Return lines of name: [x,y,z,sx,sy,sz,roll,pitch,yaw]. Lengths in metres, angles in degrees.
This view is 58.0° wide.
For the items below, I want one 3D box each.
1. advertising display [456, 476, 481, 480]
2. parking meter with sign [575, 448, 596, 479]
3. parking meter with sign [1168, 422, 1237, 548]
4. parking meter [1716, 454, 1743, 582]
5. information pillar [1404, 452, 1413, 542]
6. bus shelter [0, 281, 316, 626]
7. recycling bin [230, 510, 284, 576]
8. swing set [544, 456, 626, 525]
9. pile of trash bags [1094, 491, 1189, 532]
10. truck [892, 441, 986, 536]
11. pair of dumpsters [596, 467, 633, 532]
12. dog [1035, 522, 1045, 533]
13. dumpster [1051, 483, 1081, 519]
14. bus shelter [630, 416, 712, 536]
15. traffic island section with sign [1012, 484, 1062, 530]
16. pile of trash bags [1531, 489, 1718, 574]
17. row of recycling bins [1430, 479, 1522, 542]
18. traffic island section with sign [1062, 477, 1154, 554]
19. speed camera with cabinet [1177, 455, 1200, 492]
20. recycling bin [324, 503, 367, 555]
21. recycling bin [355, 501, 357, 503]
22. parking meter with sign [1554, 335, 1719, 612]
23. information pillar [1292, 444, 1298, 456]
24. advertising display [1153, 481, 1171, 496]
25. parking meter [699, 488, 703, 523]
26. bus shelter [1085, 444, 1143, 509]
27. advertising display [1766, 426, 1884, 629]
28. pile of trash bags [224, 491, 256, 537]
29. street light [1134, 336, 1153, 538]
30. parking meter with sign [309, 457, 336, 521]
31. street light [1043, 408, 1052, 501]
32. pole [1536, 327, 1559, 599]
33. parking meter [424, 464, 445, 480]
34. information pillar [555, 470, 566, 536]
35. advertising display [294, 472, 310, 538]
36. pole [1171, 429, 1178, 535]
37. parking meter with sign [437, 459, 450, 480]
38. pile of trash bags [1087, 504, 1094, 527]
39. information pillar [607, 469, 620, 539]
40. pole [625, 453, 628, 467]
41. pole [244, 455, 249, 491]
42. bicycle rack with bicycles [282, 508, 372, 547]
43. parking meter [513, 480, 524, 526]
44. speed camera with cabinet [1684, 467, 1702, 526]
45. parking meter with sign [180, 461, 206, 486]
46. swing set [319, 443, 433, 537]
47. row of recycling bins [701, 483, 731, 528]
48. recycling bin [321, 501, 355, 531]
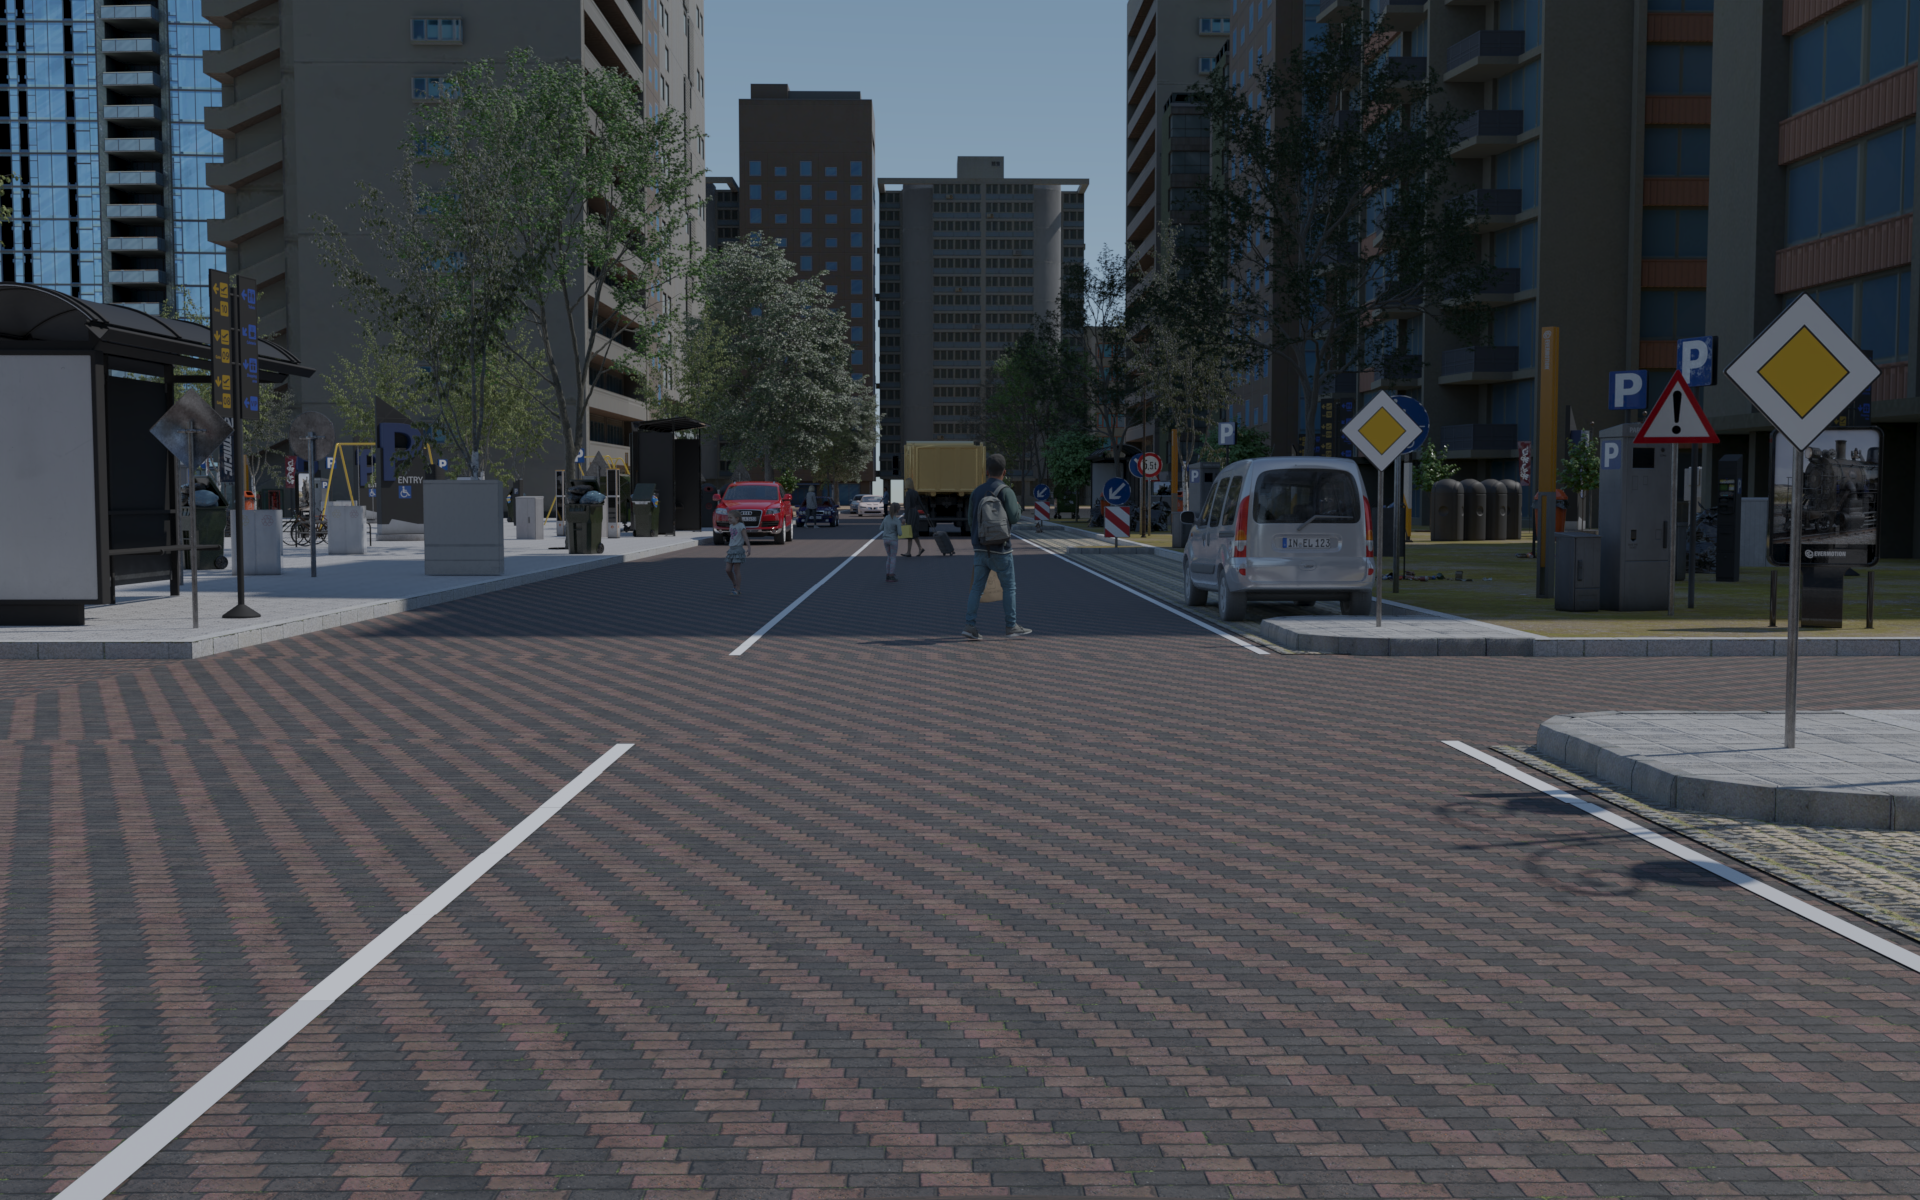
advertising display: [-17.541,-3.471,61.963,0.974,1.923,0.123,-2,4,-27]
parking meter with sign: [-13.859,-4.226,65.362,1.738,3.016,0.543,3,4,38]
parking meter with sign: [5.843,-2.771,41.568,1.738,3.016,0.543,-3,4,-38]
parking meter: [11.270,-1.203,25.379,0.255,1.863,0.399,3,4,37]
information pillar: [11.923,-3.347,46.076,0.183,3.616,0.504,0,4,-1]
bus shelter: [-9.145,-1.552,19.305,2.014,3.302,5.546,0,4,-1]
recycling bin: [-11.190,-0.919,27.583,0.722,1.027,0.722,-1,4,-18]
swing set: [-15.301,-4.520,71.516,2.862,2.851,3.119,-3,5,-41]
pile of trash bags: [6.573,-3.026,59.225,1.912,1.369,3.447,-3,5,-39]
truck: [-0.664,-4.056,62.243,3.469,3.379,9.791,0,4,-3]
pair of dumpsters: [-11.772,-3.520,60.052,1.574,2.255,4.437,0,4,-1]
dog: [2.970,-2.655,63.600,0.748,0.427,0.550,-3,5,-41]
dumpster: [5.470,-5.290,88.979,1.502,2.255,1.985,0,4,-1]
bus shelter: [-9.196,-3.927,55.484,1.731,3.624,6.357,0,4,-1]
traffic island section with sign: [3.099,-3.682,68.823,1.989,1.847,2.006,0,4,-1]
pile of trash bags: [11.405,-1.200,29.374,3.447,1.369,1.912,3,4,38]
row of recycling bins: [14.374,-2.499,47.978,3.534,1.692,1.069,-3,4,-38]
traffic island section with sign: [3.603,-2.033,41.872,1.989,1.847,2.006,0,4,-1]
speed camera with cabinet: [11.347,-5.674,87.103,2.038,3.252,0.660,0,4,1]
recycling bin: [-13.084,-1.494,36.985,0.722,1.027,0.722,-1,4,-13]
recycling bin: [-23.625,-3.313,66.729,0.722,1.027,0.722,-1,4,-23]
parking meter with sign: [7.417,-1.395,19.075,1.738,3.016,0.543,-1,4,-19]
information pillar: [15.683,-5.501,81.292,0.183,3.616,0.504,-1,4,-14]
advertising display: [9.924,-4.876,84.935,0.974,1.923,0.123,2,4,31]
parking meter: [-9.364,-3.417,61.583,0.399,1.863,0.255,0,3,0]
bus shelter: [6.487,-4.803,72.452,2.014,3.302,5.546,0,4,-1]
advertising display: [8.261,-0.695,16.573,0.974,1.923,0.123,1,4,15]
pile of trash bags: [-22.245,-2.559,51.594,1.912,1.369,3.447,1,4,16]
street light: [5.402,-4.770,50.781,0.468,5.910,1.993,0,4,-1]
parking meter with sign: [-30.233,-5.244,81.996,1.738,3.016,0.543,3,4,38]
street light: [4.624,-7.245,91.249,0.468,5.910,1.993,0,4,-1]
pole: [7.209,-1.676,21.241,0.158,3.312,0.155,0,3,0]
parking meter: [-10.271,-1.725,33.916,0.255,1.863,0.399,1,4,12]
information pillar: [-12.162,-2.970,53.049,0.304,2.012,0.304,2,4,31]
advertising display: [-19.197,-2.782,50.704,0.123,1.923,0.974,0,4,3]
pole: [6.762,-3.716,54.598,0.158,3.312,0.155,0,3,0]
parking meter with sign: [-25.279,-5.502,86.218,1.738,3.016,0.543,3,5,40]
pile of trash bags: [5.807,-3.496,66.907,1.912,1.369,3.447,1,4,11]
information pillar: [-10.003,-2.782,49.980,0.304,2.012,0.304,0,4,5]
pole: [-16.364,-5.581,85.091,0.158,3.312,0.155,0,3,0]
pole: [-36.956,-5.864,89.713,0.158,3.312,0.155,0,3,0]
bicycle rack with bicycles: [-15.962,-1.808,42.946,2.925,0.926,2.852,-2,4,-33]
parking meter: [-17.804,-3.921,69.817,0.399,1.863,0.255,2,4,32]
speed camera with cabinet: [25.749,-3.946,58.848,2.038,3.252,0.660,3,5,44]
parking meter with sign: [-18.330,-2.709,40.555,1.738,3.016,0.543,0,4,0]
swing set: [-17.798,-3.393,53.092,3.119,2.851,2.862,0,4,6]
row of recycling bins: [-10.122,-3.622,66.331,3.534,1.692,1.069,-2,4,-24]
recycling bin: [-20.997,-2.797,58.288,0.722,1.027,0.722,3,4,38]
